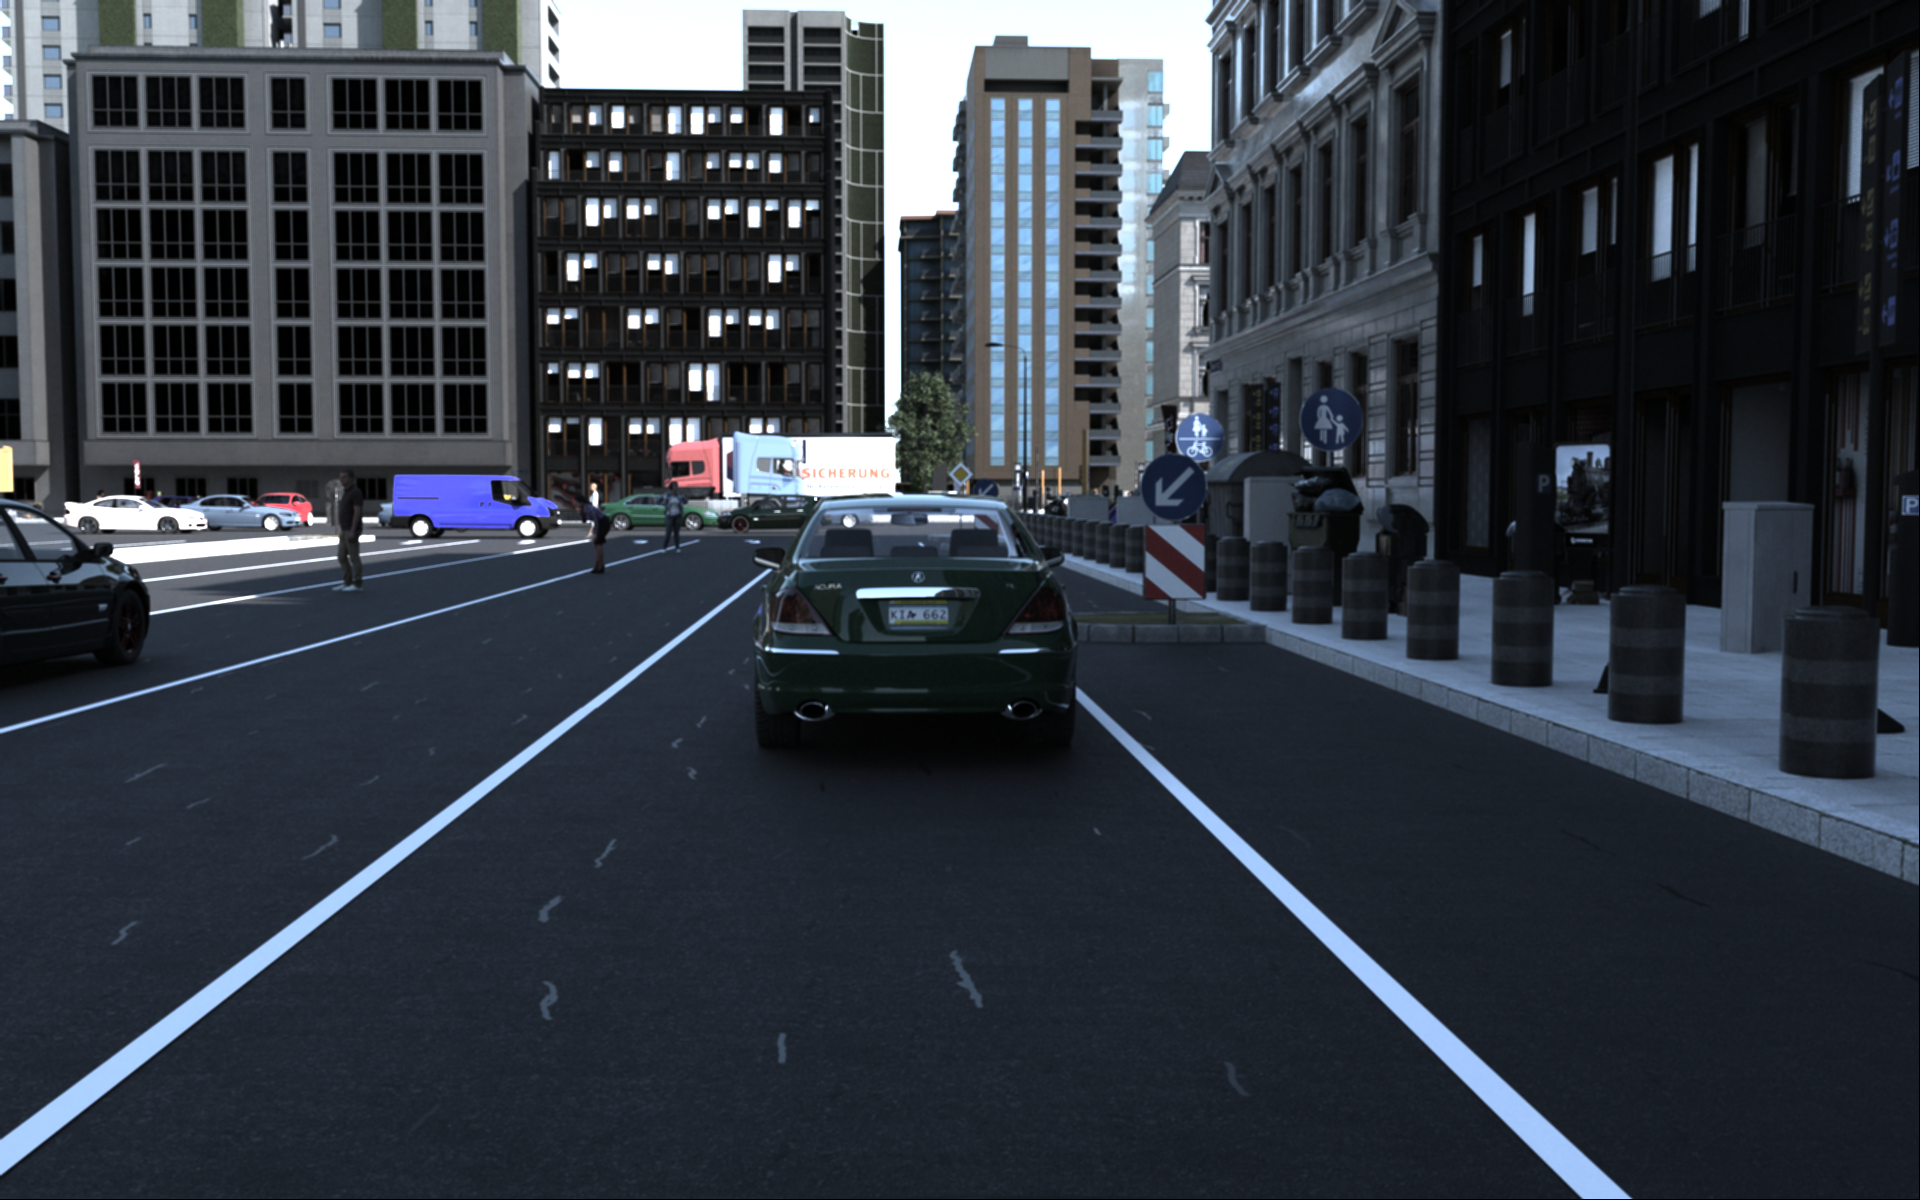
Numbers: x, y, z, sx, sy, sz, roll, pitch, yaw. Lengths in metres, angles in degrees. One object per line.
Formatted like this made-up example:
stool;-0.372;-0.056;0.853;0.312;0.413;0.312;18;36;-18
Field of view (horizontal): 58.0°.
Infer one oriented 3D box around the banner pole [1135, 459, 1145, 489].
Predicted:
banner pole;12.794;-8.176;123.692;0.863;3.779;0.401;0;4;6

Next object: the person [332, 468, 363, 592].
person;-9.031;-1.035;25.542;0.434;1.807;0.598;-2;4;-25

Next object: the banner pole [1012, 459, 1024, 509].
banner pole;3.969;-8.123;122.820;0.863;3.779;0.401;-1;4;-23

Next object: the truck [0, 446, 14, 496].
truck;-38.716;-3.954;60.577;9.791;3.379;3.469;0;4;-5

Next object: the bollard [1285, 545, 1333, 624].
bollard;3.508;-0.154;17.231;0.404;0.777;0.398;0;3;0

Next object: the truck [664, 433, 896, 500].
truck;-8.630;-5.588;80.285;11.283;4.237;2.839;0;4;-1

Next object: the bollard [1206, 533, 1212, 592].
bollard;3.211;-0.495;22.805;0.404;0.777;0.398;0;3;0

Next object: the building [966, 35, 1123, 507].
building;7.908;-31.863;171.062;14.600;45.320;14.200;0;4;-3

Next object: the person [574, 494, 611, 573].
person;-6.633;-1.195;31.272;0.697;1.427;0.421;-3;5;-42

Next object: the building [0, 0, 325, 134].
building;-87.907;-39.733;191.626;28.212;58.520;21.231;0;4;-3

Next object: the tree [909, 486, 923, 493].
tree;-5.204;-13.293;211.935;1.663;3.219;1.824;0;3;0

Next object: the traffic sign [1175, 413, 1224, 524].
traffic sign;3.784;-1.669;27.400;0.768;2.556;0.104;0;4;4

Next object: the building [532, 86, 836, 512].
building;-15.135;-16.461;98.807;15.834;23.373;12.332;0;4;-3

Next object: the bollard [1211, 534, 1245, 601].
bollard;3.308;-0.381;20.945;0.404;0.777;0.398;0;3;0

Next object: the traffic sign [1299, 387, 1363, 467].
traffic sign;4.430;-1.264;20.769;0.768;2.556;0.104;0;4;-2

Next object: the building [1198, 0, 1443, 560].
building;12.582;-12.405;38.985;11.583;22.565;21.152;0;4;-3

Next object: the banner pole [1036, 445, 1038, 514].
banner pole;3.979;-6.076;89.363;0.401;3.779;0.863;0;4;8

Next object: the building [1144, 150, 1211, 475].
building;13.057;-15.174;99.001;40.483;20.767;10.553;0;4;-3

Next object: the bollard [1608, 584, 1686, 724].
bollard;3.892;0.300;9.820;0.404;0.777;0.398;0;3;0

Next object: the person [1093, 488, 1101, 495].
person;6.403;-4.457;82.191;0.431;1.722;0.655;-3;5;-43

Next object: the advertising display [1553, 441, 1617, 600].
advertising display;7.662;-0.982;21.274;0.123;1.923;0.974;-2;4;-25

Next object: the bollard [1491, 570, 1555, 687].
bollard;3.794;0.186;11.680;0.404;0.777;0.398;0;3;0

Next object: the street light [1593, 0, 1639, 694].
street light;3.726;-2.353;11.019;1.470;5.913;1.316;0;4;-3

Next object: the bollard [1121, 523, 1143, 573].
bollard;2.915;-0.835;28.369;0.404;0.777;0.398;0;3;0

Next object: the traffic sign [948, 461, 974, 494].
traffic sign;0.021;-3.036;53.282;0.795;2.450;0.064;0;4;-3

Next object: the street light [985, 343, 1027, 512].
street light;1.466;-4.940;53.308;1.470;5.913;1.316;0;4;-3

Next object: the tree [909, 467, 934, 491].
tree;-3.123;-11.042;164.252;4.285;4.588;4.351;0;3;0

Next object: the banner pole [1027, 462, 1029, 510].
banner pole;5.209;-8.994;137.066;0.863;3.779;0.401;2;4;33

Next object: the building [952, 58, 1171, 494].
building;10.592;-35.095;193.407;23.786;49.044;30.456;0;4;-3

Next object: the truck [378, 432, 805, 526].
truck;-15.513;-5.239;75.414;18.799;4.110;2.967;0;4;-3

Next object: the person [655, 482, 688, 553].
person;-6.975;-2.009;42.078;0.841;1.734;0.376;-2;4;-24

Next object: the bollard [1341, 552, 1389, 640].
bollard;3.597;-0.041;15.381;0.404;0.777;0.398;0;3;0

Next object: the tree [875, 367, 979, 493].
tree;-3.148;-14.603;155.762;9.611;12.733;9.660;0;3;0

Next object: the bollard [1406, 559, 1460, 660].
bollard;3.696;0.073;13.531;0.404;0.777;0.398;0;3;0

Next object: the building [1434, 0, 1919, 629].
building;14.450;-11.676;20.575;12.332;23.373;15.834;0;4;-3

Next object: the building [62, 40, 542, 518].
building;-35.341;-18.602;97.658;24.014;27.812;14.314;0;4;-3

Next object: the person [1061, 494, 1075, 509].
person;4.083;-3.317;65.921;0.628;1.438;0.799;2;4;29

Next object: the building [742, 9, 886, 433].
building;-21.496;-50.235;259.590;20.611;71.187;20.563;0;4;-3

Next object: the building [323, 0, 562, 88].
building;-59.399;-39.900;194.358;28.212;58.520;21.231;0;4;-3

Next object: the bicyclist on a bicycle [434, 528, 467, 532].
bicyclist on a bicycle;-19.257;-3.367;65.068;1.625;1.676;1.499;0;4;-2

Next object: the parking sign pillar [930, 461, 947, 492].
parking sign pillar;-1.749;-9.361;141.531;1.447;3.967;1.447;-2;4;-25

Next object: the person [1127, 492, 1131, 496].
person;8.271;-4.448;83.588;0.546;1.535;0.453;2;4;28

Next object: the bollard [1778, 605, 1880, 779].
bollard;3.995;0.413;7.962;0.404;0.777;0.398;0;3;0

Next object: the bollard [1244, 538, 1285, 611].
bollard;3.403;-0.268;19.091;0.404;0.777;0.398;0;3;0

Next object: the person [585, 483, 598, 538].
person;-11.894;-2.910;56.429;0.624;1.780;0.694;0;4;4

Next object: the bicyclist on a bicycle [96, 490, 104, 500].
bicyclist on a bicycle;-38.680;-4.167;78.147;1.625;1.676;1.499;0;4;-4

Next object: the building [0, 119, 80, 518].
building;-62.987;-16.972;96.554;30.058;24.678;14.314;0;4;-3

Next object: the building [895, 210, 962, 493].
building;3.460;-37.196;262.776;28.867;44.769;22.147;0;4;-3

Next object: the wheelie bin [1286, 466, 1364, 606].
wheelie bin;4.215;-0.739;19.990;0.693;1.594;0.980;-3;4;-38
